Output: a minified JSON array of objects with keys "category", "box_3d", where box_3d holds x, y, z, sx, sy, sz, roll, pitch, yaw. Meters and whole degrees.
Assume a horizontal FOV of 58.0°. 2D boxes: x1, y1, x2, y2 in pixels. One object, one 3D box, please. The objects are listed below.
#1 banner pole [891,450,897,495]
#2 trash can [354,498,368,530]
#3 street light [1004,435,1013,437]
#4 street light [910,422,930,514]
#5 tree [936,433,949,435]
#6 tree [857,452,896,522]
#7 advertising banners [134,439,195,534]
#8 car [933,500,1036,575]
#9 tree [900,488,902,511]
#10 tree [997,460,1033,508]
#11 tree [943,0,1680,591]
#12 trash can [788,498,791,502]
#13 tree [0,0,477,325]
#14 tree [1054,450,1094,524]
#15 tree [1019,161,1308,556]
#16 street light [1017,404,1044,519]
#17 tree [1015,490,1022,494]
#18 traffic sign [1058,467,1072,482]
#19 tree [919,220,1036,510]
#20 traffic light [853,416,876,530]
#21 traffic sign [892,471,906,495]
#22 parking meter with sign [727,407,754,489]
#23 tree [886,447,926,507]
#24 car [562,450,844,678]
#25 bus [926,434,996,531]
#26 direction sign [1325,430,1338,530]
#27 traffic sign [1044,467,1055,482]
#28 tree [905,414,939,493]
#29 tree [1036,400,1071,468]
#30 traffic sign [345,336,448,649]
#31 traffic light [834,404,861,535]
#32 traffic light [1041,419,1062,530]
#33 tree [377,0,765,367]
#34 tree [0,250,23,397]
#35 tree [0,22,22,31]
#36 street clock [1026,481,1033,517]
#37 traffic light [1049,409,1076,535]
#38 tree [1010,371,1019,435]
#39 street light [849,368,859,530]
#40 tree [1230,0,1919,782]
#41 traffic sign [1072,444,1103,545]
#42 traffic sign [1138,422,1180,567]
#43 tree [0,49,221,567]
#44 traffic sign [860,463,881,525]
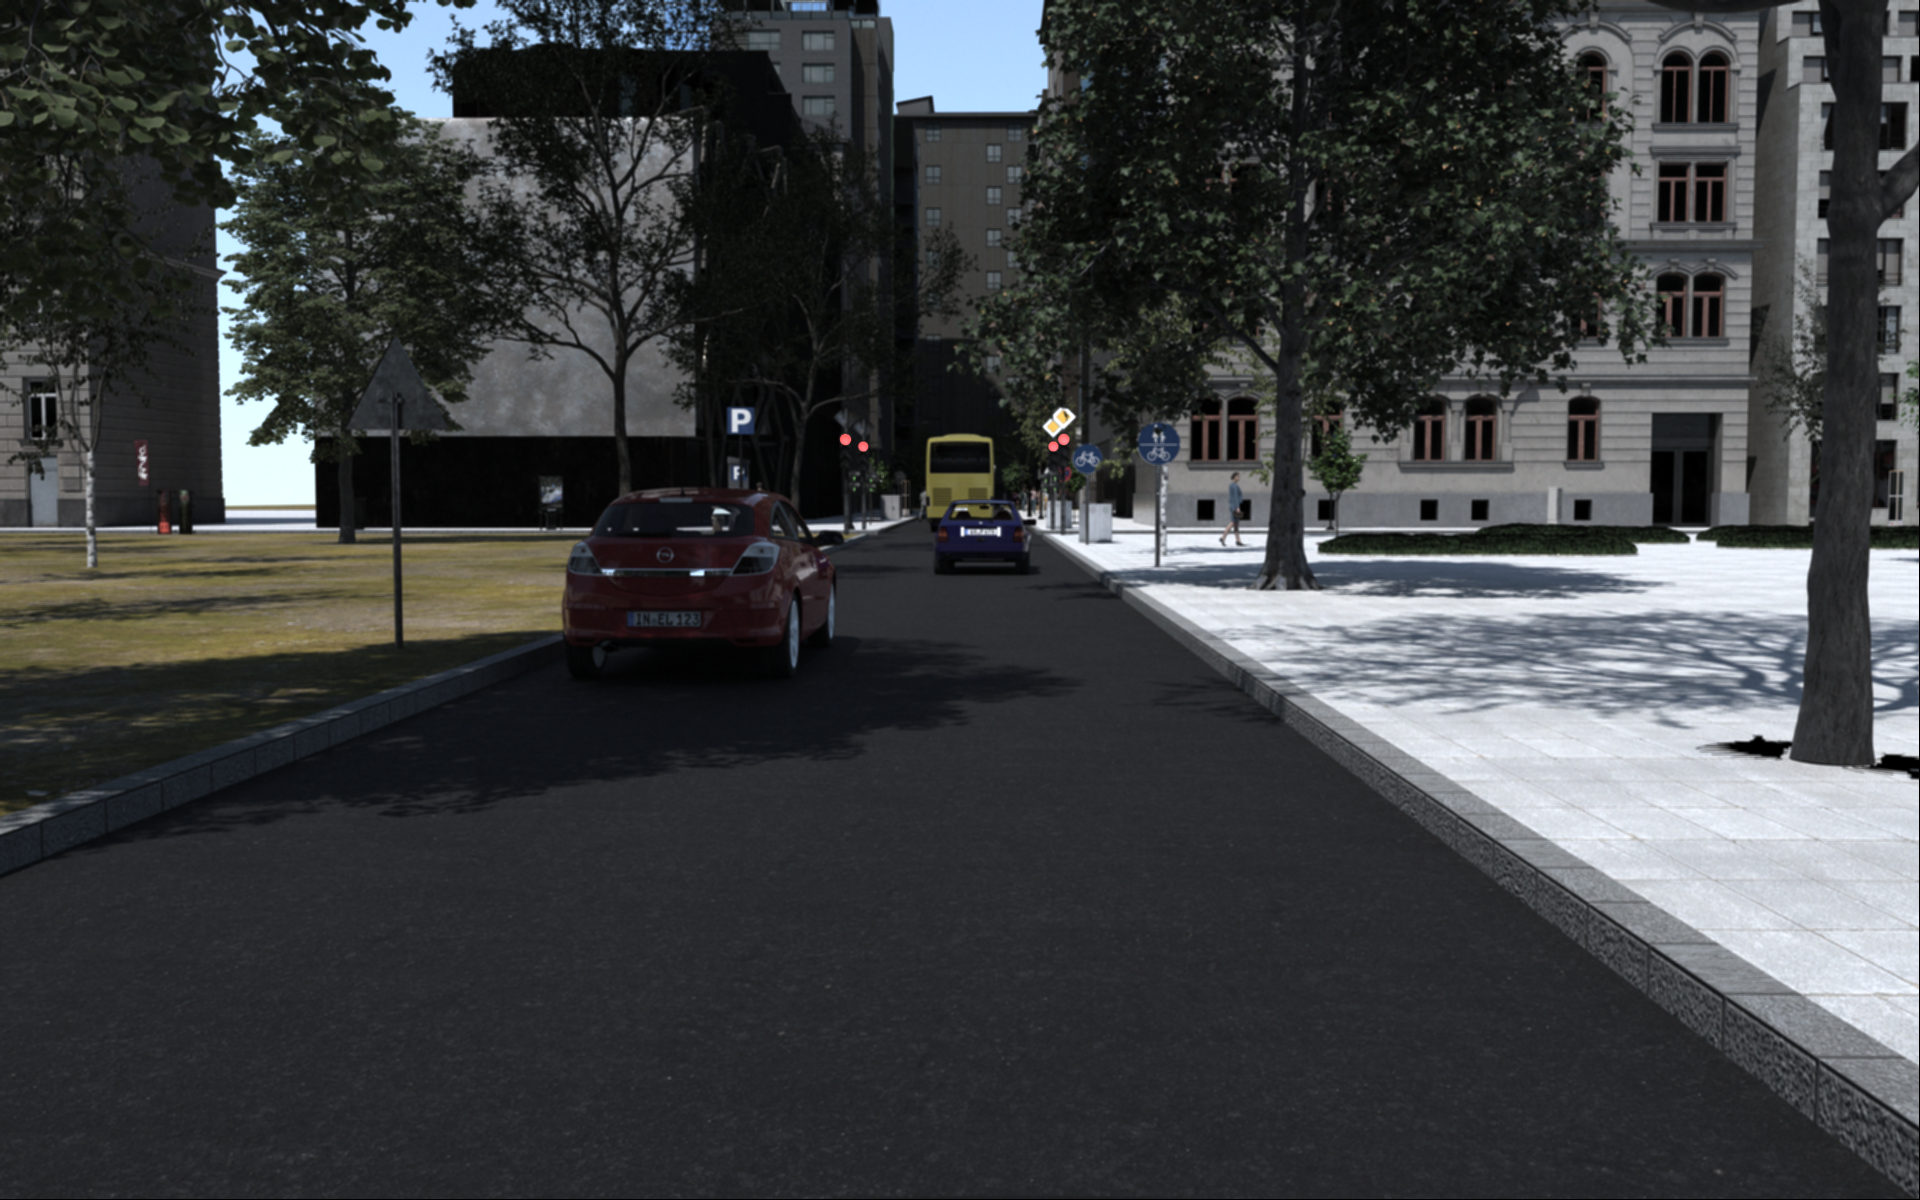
[{"category":"banner pole","box_3d":[-3.760,-6.669,99.063,0.401,3.779,0.863,-2,4,-25]},{"category":"trash can","box_3d":[-21.624,-3.087,62.123,0.748,1.137,0.748,0,3,0]},{"category":"street light","box_3d":[4.172,-10.065,137.097,1.470,5.913,1.316,0,4,1]},{"category":"street light","box_3d":[-2.650,-8.491,111.374,1.470,5.913,1.316,0,4,1]},{"category":"tree","box_3d":[-2.042,-15.785,208.450,4.360,8.622,3.978,0,3,0]},{"category":"tree","box_3d":[-3.996,-5.184,79.365,1.663,3.219,1.824,0,3,0]},{"category":"advertising banners","box_3d":[-25.339,-3.606,55.148,2.074,3.025,0.090,1,4,11]},{"category":"car","box_3d":[0.445,-1.201,32.211,1.945,1.354,3.894,0,4,3]},{"category":"tree","box_3d":[-4.073,-5.992,92.577,1.663,3.219,1.824,0,3,0]},{"category":"tree","box_3d":[5.252,-11.043,164.259,4.285,4.588,4.351,0,3,0]},{"category":"tree","box_3d":[4.514,-6.482,22.995,9.611,12.733,9.660,0,3,0]},{"category":"trash can","box_3d":[-6.179,-3.084,62.075,0.748,1.137,0.748,0,3,0]},{"category":"tree","box_3d":[-5.522,-5.422,6.780,7.486,12.596,7.792,0,3,0]},{"category":"tree","box_3d":[4.846,-4.936,75.305,1.663,3.219,1.824,0,3,0]},{"category":"tree","box_3d":[4.293,-5.235,35.961,4.737,8.622,4.395,0,3,0]},{"category":"street light","box_3d":[3.585,-7.065,88.046,1.470,5.913,1.316,0,4,1]},{"category":"tree","box_3d":[6.392,-12.526,199.407,1.663,3.219,1.824,0,3,0]},{"category":"traffic sign","box_3d":[4.352,-4.488,73.489,0.768,2.556,0.104,0,4,3]},{"category":"tree","box_3d":[-3.928,-6.607,42.435,7.601,10.594,8.767,3,5,41]},{"category":"traffic light","box_3d":[-3.437,-4.487,62.287,0.839,4.253,0.868,0,4,1]},{"category":"traffic sign","box_3d":[-3.362,-5.838,95.552,0.768,2.556,0.104,0,4,5]},{"category":"parking meter with sign","box_3d":[-4.536,-2.408,35.630,0.543,3.016,1.738,-1,4,-9]},{"category":"tree","box_3d":[-3.712,-8.434,121.602,4.285,4.588,4.351,0,3,0]},{"category":"car","box_3d":[-2.124,-0.365,15.005,2.155,1.783,4.494,0,4,2]},{"category":"bus","box_3d":[0.068,-4.800,70.022,2.896,3.916,12.252,0,4,1]},{"category":"direction sign","box_3d":[13.237,-4.266,61.745,0.379,3.537,0.876,-1,4,-13]},{"category":"traffic sign","box_3d":[4.135,-4.730,77.435,0.768,2.556,0.104,1,4,9]},{"category":"tree","box_3d":[-3.429,-12.693,157.899,4.737,8.622,4.395,0,3,0]},{"category":"tree","box_3d":[5.067,-12.725,142.472,8.767,10.594,7.601,1,4,10]},{"category":"traffic sign","box_3d":[-4.661,-0.875,14.317,0.884,2.594,0.081,0,4,6]},{"category":"traffic light","box_3d":[-3.546,-3.999,54.303,0.839,4.253,0.868,0,4,1]},{"category":"traffic light","box_3d":[3.323,-4.483,62.211,0.839,4.253,0.868,0,4,1]},{"category":"tree","box_3d":[-5.713,-5.717,27.890,7.601,10.594,8.767,-1,4,-20]},{"category":"tree","box_3d":[-24.813,-5.633,42.460,4.737,8.622,4.395,0,3,0]},{"category":"tree","box_3d":[-14.142,-4.515,24.188,4.360,8.622,3.978,0,3,0]},{"category":"street clock","box_3d":[3.910,-5.668,97.237,0.358,2.002,0.471,-2,4,-26]},{"category":"traffic light","box_3d":[3.215,-3.994,54.227,0.839,4.253,0.868,0,4,1]},{"category":"tree","box_3d":[4.623,-8.792,94.107,4.737,8.622,4.395,0,3,0]},{"category":"street light","box_3d":[-3.396,-5.482,62.177,1.470,5.913,1.316,0,4,1]},{"category":"tree","box_3d":[4.343,-5.970,7.980,12.009,13.543,11.850,0,3,0]},{"category":"traffic sign","box_3d":[3.223,-2.671,43.783,0.768,2.556,0.104,1,4,8]},{"category":"traffic sign","box_3d":[3.498,-1.865,30.592,0.768,2.556,0.104,0,4,1]},{"category":"tree","box_3d":[-15.214,-4.889,30.303,4.360,8.622,3.978,0,3,0]},{"category":"traffic sign","box_3d":[-3.725,-4.402,71.974,0.884,2.594,0.081,0,4,1]}]
